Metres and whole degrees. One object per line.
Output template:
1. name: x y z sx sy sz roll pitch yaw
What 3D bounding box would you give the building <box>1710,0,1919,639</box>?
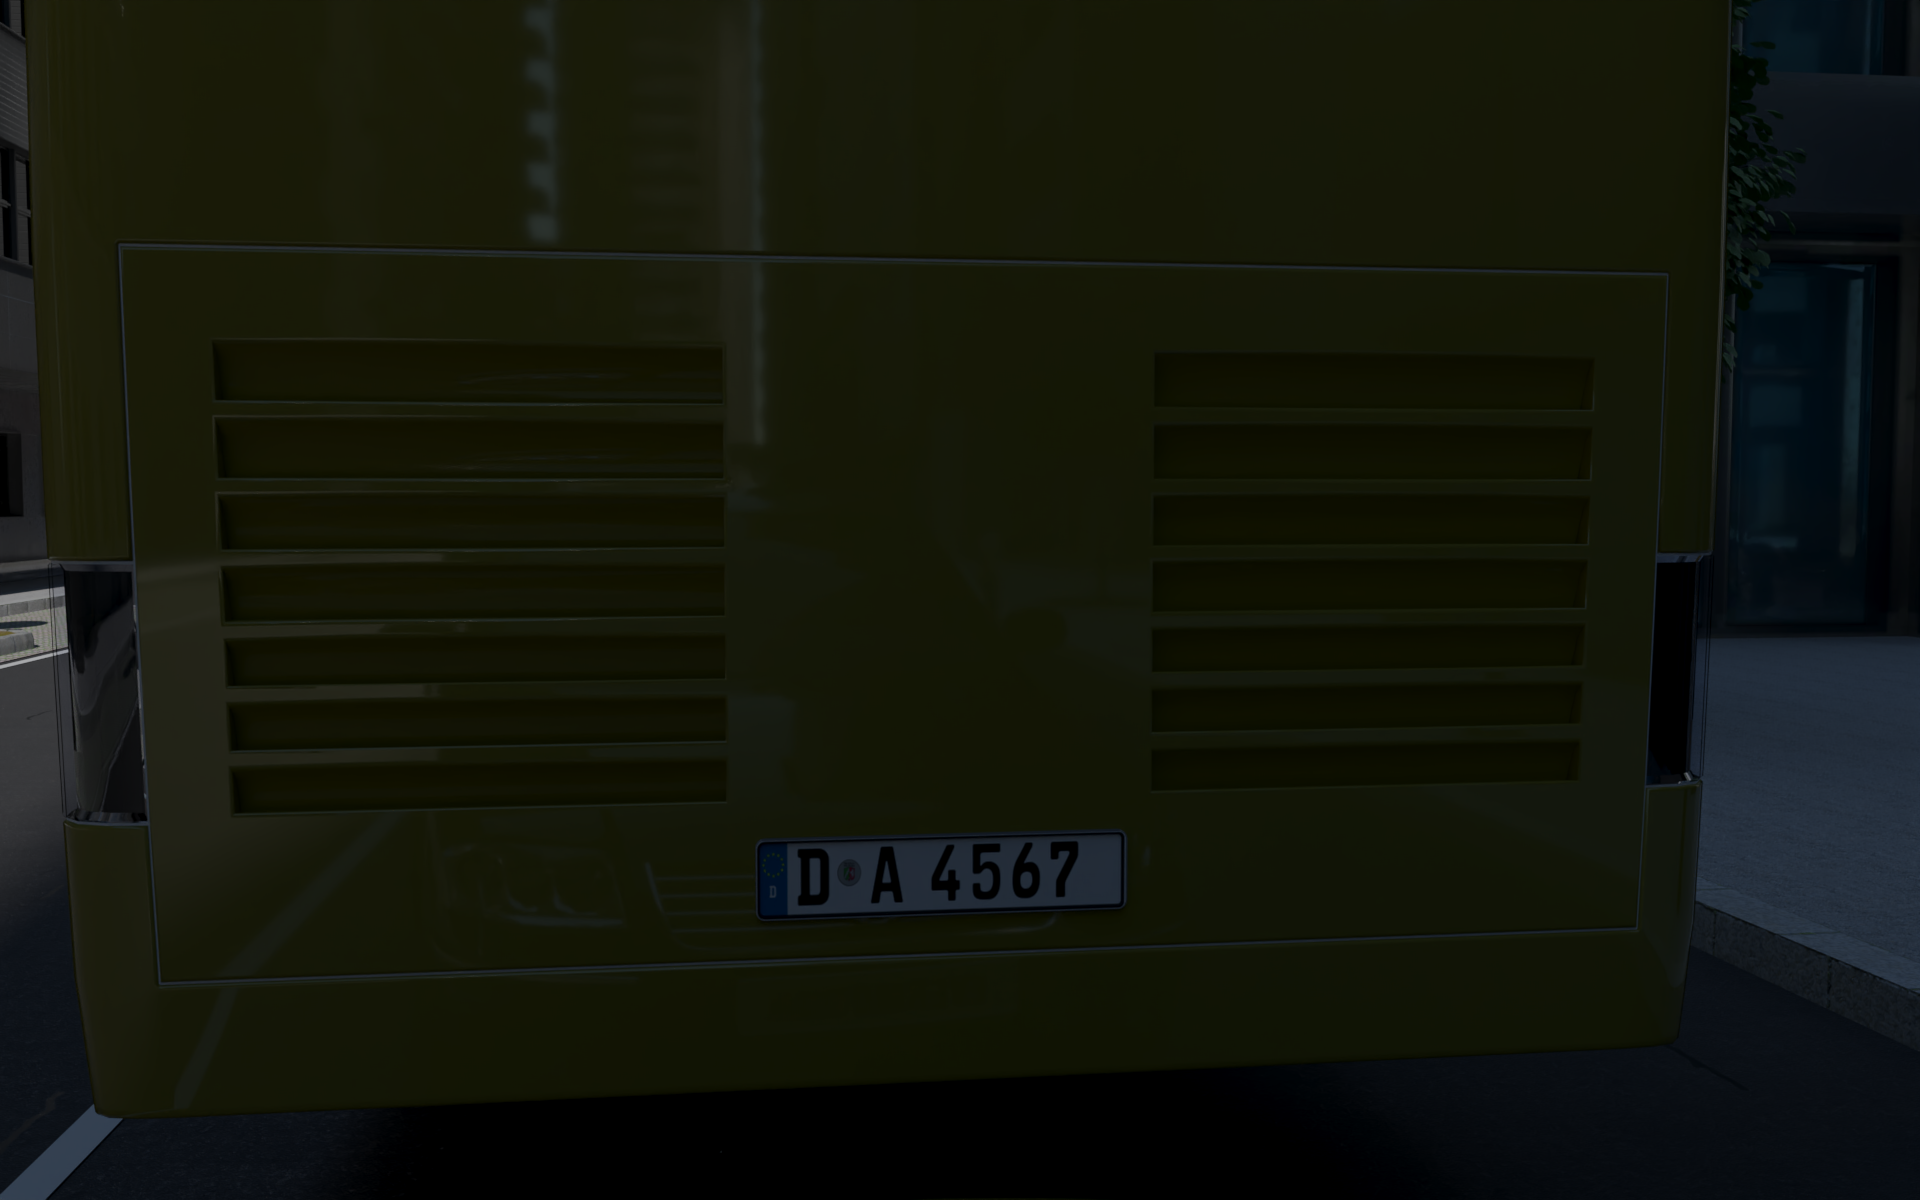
1. building: 11.429 -24.949 27.530 23.786 49.044 30.456 0 4 -8

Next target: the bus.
1. bus: -0.880 -1.038 8.524 2.896 3.916 12.252 0 4 -8

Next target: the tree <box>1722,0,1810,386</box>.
1. tree: 3.100 -1.598 9.845 4.285 4.588 4.351 0 3 0

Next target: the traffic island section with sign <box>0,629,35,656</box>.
1. traffic island section with sign: -9.457 -0.410 15.334 1.989 1.847 2.006 0 4 -8

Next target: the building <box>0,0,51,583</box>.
1. building: -17.720 -11.882 13.342 14.314 24.678 30.058 0 4 -8
